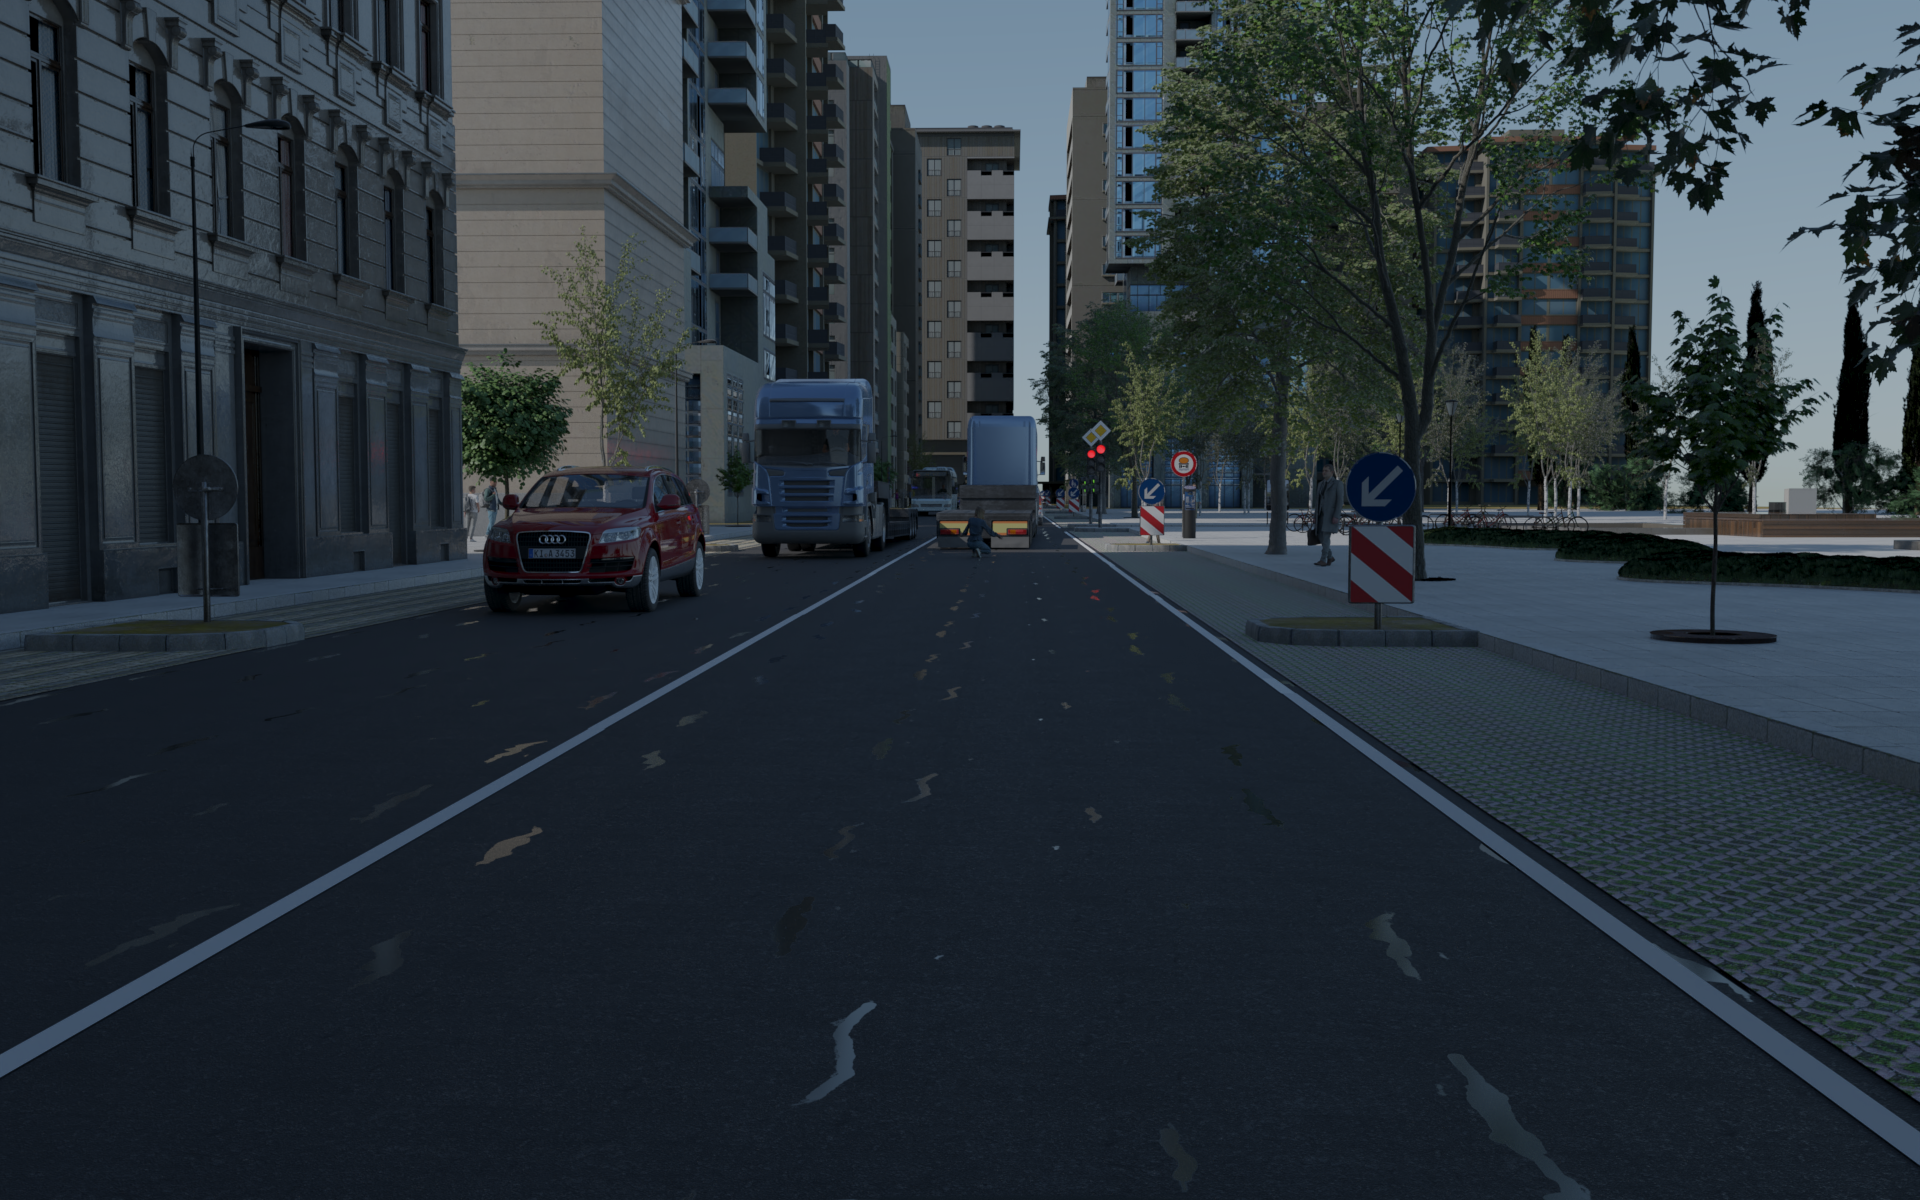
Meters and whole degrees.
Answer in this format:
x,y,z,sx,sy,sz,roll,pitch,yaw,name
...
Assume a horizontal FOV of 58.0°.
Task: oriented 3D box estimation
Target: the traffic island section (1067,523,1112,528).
x,y,z,sx,sy,sz,roll,pitch,yaw,name
5.618,-3.171,74.123,2.009,0.180,2.903,0,4,2,traffic island section

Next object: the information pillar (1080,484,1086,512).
x,y,z,sx,sy,sz,roll,pitch,yaw,name
8.828,-7.309,123.997,0.304,2.012,0.304,-2,4,-30,information pillar

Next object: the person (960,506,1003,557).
x,y,z,sx,sy,sz,roll,pitch,yaw,name
0.371,-1.559,39.483,1.012,1.151,0.738,2,4,31,person

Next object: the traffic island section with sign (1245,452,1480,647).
x,y,z,sx,sy,sz,roll,pitch,yaw,name
3.879,-0.517,17.084,1.989,1.847,2.006,0,4,2,traffic island section with sign

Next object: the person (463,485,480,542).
x,y,z,sx,sy,sz,roll,pitch,yaw,name
-13.139,-2.311,46.428,0.503,1.515,0.523,-2,4,-23,person

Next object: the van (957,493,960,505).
x,y,z,sx,sy,sz,roll,pitch,yaw,name
0.909,-9.205,154.884,2.240,2.365,5.245,0,4,1,van

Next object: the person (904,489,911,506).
x,y,z,sx,sy,sz,roll,pitch,yaw,name
-5.118,-10.556,178.618,1.348,1.826,0.705,2,4,33,person

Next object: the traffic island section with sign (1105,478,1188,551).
x,y,z,sx,sy,sz,roll,pitch,yaw,name
4.706,-2.165,44.027,1.989,1.847,2.006,0,4,2,traffic island section with sign

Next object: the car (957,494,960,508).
x,y,z,sx,sy,sz,roll,pitch,yaw,name
0.421,-10.059,174.247,2.009,1.686,4.222,0,4,0,car

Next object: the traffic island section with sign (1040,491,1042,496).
x,y,z,sx,sy,sz,roll,pitch,yaw,name
8.772,-10.275,176.622,1.989,1.847,2.006,0,4,2,traffic island section with sign

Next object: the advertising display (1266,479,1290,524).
x,y,z,sx,sy,sz,roll,pitch,yaw,name
13.428,-4.159,73.216,0.974,1.923,0.123,0,4,8,advertising display

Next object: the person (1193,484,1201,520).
x,y,z,sx,sy,sz,roll,pitch,yaw,name
11.467,-4.789,84.683,0.601,1.785,0.444,1,4,12,person

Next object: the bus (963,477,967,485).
x,y,z,sx,sy,sz,roll,pitch,yaw,name
1.986,-13.702,215.568,2.896,3.916,12.252,0,4,2,bus

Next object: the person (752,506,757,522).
x,y,z,sx,sy,sz,roll,pitch,yaw,name
-8.958,-4.371,77.361,0.661,1.843,0.795,2,4,31,person

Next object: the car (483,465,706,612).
x,y,z,sx,sy,sz,roll,pitch,yaw,name
-4.685,-0.864,22.792,2.281,1.827,5.304,0,4,2,car

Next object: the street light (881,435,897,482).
x,y,z,sx,sy,sz,roll,pitch,yaw,name
-5.648,-10.053,136.914,1.470,5.913,1.316,0,4,2,street light

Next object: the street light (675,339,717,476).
x,y,z,sx,sy,sz,roll,pitch,yaw,name
-7.992,-4.870,52.167,1.470,5.913,1.316,0,4,2,street light

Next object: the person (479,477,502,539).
x,y,z,sx,sy,sz,roll,pitch,yaw,name
-13.073,-2.571,48.420,0.721,1.781,0.623,0,4,-2,person

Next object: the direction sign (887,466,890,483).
x,y,z,sx,sy,sz,roll,pitch,yaw,name
-5.815,-9.091,140.628,0.379,3.537,0.876,1,4,9,direction sign

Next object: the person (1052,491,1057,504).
x,y,z,sx,sy,sz,roll,pitch,yaw,name
12.206,-13.079,220.603,1.217,1.735,0.721,-3,5,-40,person

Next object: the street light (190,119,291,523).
x,y,z,sx,sy,sz,roll,pitch,yaw,name
-8.988,-3.002,21.632,1.470,5.913,1.316,0,4,2,street light

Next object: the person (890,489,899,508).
x,y,z,sx,sy,sz,roll,pitch,yaw,name
-5.904,-9.491,161.908,1.217,1.739,0.721,0,4,0,person

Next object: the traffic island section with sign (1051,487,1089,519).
x,y,z,sx,sy,sz,roll,pitch,yaw,name
6.396,-5.546,99.300,1.989,1.847,2.006,0,4,2,traffic island section with sign

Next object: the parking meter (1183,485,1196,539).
x,y,z,sx,sy,sz,roll,pitch,yaw,name
6.636,-2.547,50.056,0.372,1.533,0.369,0,3,0,parking meter

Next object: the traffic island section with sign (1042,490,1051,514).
x,y,z,sx,sy,sz,roll,pitch,yaw,name
7.259,-7.262,127.368,1.989,1.847,2.006,0,4,2,traffic island section with sign

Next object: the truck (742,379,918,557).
x,y,z,sx,sy,sz,roll,pitch,yaw,name
-2.967,-3.463,46.373,2.967,4.110,18.799,0,4,2,truck

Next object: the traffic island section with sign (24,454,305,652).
x,y,z,sx,sy,sz,roll,pitch,yaw,name
-7.463,-0.487,16.597,1.989,1.847,2.006,0,4,2,traffic island section with sign

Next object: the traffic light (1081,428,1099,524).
x,y,z,sx,sy,sz,roll,pitch,yaw,name
5.578,-5.204,74.010,0.839,4.253,0.868,0,4,2,traffic light

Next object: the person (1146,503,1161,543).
x,y,z,sx,sy,sz,roll,pitch,yaw,name
5.291,-2.114,47.335,0.475,1.303,0.640,3,5,44,person

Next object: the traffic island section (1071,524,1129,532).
x,y,z,sx,sy,sz,roll,pitch,yaw,name
5.373,-2.683,66.142,2.009,0.180,2.903,0,4,2,traffic island section

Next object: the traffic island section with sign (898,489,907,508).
x,y,z,sx,sy,sz,roll,pitch,yaw,name
-4.103,-7.199,126.329,1.989,1.847,2.006,0,4,2,traffic island section with sign

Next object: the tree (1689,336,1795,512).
x,y,z,sx,sy,sz,roll,pitch,yaw,name
34.877,-7.709,76.403,4.360,8.622,3.978,0,3,0,tree

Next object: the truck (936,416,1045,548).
x,y,z,sx,sy,sz,roll,pitch,yaw,name
1.117,-3.918,53.814,2.967,4.110,18.799,0,4,3,truck

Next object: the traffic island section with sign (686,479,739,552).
x,y,z,sx,sy,sz,roll,pitch,yaw,name
-6.635,-2.135,43.539,1.989,1.847,2.006,0,4,2,traffic island section with sign

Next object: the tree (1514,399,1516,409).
x,y,z,sx,sy,sz,roll,pitch,yaw,name
29.937,-8.349,86.862,4.360,8.622,3.978,0,3,0,tree

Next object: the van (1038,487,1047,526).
x,y,z,sx,sy,sz,roll,pitch,yaw,name
3.005,-4.454,79.841,2.013,2.044,4.112,0,4,3,van

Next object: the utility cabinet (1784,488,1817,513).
x,y,z,sx,sy,sz,roll,pitch,yaw,name
32.088,-3.517,66.176,1.173,1.500,0.318,-1,4,-10,utility cabinet

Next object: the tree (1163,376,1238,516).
x,y,z,sx,sy,sz,roll,pitch,yaw,name
13.856,-9.238,101.410,4.360,8.622,3.978,0,3,0,tree

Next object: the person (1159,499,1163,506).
x,y,z,sx,sy,sz,roll,pitch,yaw,name
13.844,-6.920,119.524,0.599,1.781,0.374,-1,4,-22,person

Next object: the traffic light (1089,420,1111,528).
x,y,z,sx,sy,sz,roll,pitch,yaw,name
5.333,-4.716,66.029,0.839,4.253,0.868,0,4,2,traffic light

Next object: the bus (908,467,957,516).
x,y,z,sx,sy,sz,roll,pitch,yaw,name
-1.663,-7.363,115.249,2.948,3.499,13.247,0,4,2,bus

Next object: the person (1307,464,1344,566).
x,y,z,sx,sy,sz,roll,pitch,yaw,name
6.489,-1.508,30.795,0.767,1.812,0.694,-3,4,-36,person
